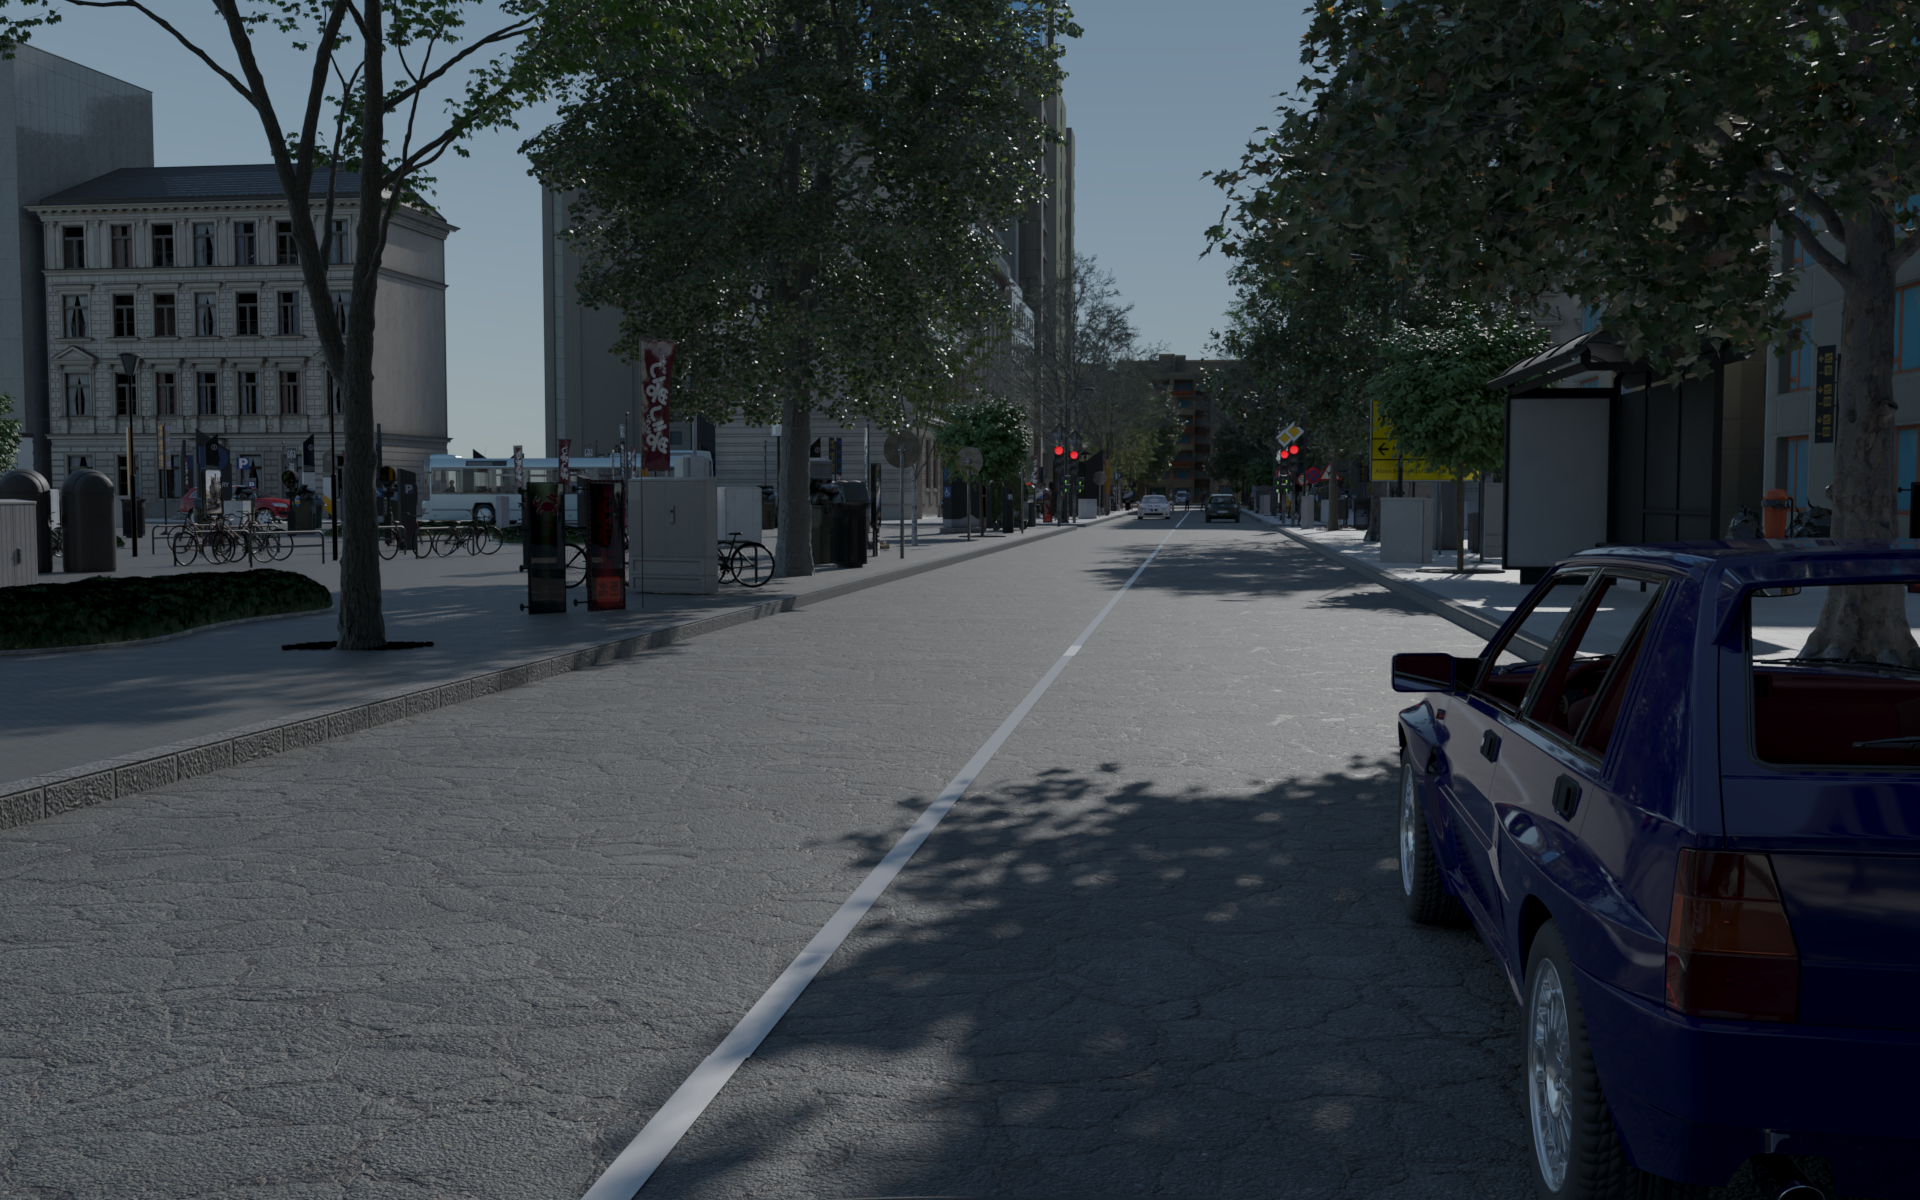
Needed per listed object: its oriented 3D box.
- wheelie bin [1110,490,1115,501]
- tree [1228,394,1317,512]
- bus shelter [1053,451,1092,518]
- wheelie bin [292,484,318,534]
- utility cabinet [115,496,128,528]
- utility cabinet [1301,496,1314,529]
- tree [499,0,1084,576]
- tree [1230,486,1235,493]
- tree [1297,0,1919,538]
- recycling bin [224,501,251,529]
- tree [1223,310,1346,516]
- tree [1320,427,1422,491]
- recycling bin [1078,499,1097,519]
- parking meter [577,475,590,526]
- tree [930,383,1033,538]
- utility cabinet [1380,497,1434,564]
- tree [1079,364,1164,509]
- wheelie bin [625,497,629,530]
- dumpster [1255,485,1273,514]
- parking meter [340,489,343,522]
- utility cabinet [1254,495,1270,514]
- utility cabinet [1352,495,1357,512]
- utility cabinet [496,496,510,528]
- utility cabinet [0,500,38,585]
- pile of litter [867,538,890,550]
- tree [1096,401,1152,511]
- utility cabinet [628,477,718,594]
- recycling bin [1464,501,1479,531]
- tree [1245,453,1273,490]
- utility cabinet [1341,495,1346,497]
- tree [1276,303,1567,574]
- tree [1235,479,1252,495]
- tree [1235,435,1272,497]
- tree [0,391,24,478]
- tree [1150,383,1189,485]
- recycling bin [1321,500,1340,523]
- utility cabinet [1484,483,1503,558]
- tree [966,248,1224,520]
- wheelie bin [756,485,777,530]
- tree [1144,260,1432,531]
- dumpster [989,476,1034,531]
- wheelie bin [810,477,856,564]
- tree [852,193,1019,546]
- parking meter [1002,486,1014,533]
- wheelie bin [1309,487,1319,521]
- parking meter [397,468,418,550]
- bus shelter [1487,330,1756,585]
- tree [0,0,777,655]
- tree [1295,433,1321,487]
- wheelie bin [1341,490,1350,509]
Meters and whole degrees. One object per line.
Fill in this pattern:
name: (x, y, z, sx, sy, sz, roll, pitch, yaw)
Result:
wheelie bin: (11.401, -7.626, 132.595, 0.693, 1.594, 0.980, 3, 5, 39)
tree: (22.682, -11.569, 123.563, 7.601, 10.594, 8.767, 0, 4, 7)
bus shelter: (6.294, -6.436, 96.514, 1.731, 3.624, 6.357, 0, 4, 8)
wheelie bin: (-20.895, -2.897, 55.278, 0.693, 1.594, 0.980, 0, 4, -6)
utility cabinet: (-32.141, -3.342, 65.801, 0.306, 1.237, 1.020, 3, 4, 36)
utility cabinet: (12.784, -3.216, 63.736, 0.306, 1.237, 1.020, 1, 4, 22)
tree: (-2.673, -7.365, 27.073, 9.857, 13.997, 8.962, 0, 3, 0)
tree: (34.124, -13.426, 214.120, 1.663, 3.219, 1.824, 0, 3, 0)
tree: (6.444, -5.826, 12.255, 9.611, 12.733, 9.660, 0, 3, 0)
recycling bin: (-26.985, -3.189, 64.700, 0.722, 1.027, 0.722, 0, 4, 3)
tree: (18.500, -11.656, 100.939, 12.009, 13.543, 11.850, 0, 3, 0)
tree: (22.074, -8.703, 92.650, 4.737, 8.622, 4.395, 0, 3, 0)
recycling bin: (6.601, -4.712, 89.593, 0.722, 1.027, 0.722, -2, 4, -31)
parking meter: (-11.608, -2.921, 53.467, 0.399, 1.863, 0.255, 3, 4, 36)
tree: (0.708, -4.162, 51.770, 4.285, 4.588, 4.351, 0, 3, 0)
utility cabinet: (8.327, -1.293, 32.296, 0.306, 1.237, 1.020, -3, 4, -36)
tree: (14.149, -14.113, 148.877, 7.486, 12.596, 7.792, 0, 3, 0)
wheelie bin: (-7.434, -2.003, 40.662, 0.693, 1.594, 0.980, 0, 4, 7)
dumpster: (19.679, -6.478, 111.678, 1.264, 1.857, 1.865, 0, 4, 8)
parking meter: (-28.652, -4.417, 80.624, 0.372, 1.533, 0.369, 0, 3, 0)
utility cabinet: (20.564, -6.565, 118.497, 0.306, 1.237, 1.020, -2, 4, -34)
utility cabinet: (28.934, -7.085, 127.008, 0.306, 1.237, 1.020, 1, 4, 17)
utility cabinet: (-16.944, -3.244, 64.204, 0.306, 1.237, 1.020, -2, 4, -26)
utility cabinet: (-11.271, -0.557, 20.267, 0.306, 1.237, 1.020, 1, 4, 11)
pile of litter: (-2.273, -1.639, 40.765, 1.176, 0.858, 1.719, -1, 4, -14)
tree: (12.068, -10.890, 128.419, 4.360, 8.622, 3.978, 0, 3, 0)
utility cabinet: (-3.696, -0.830, 22.249, 1.173, 1.500, 0.318, 2, 4, 25)
recycling bin: (17.994, -2.966, 61.045, 0.722, 1.027, 0.722, -1, 4, -9)
tree: (23.203, -9.022, 131.219, 4.285, 4.588, 4.351, 0, 3, 0)
utility cabinet: (23.992, -6.050, 110.080, 0.306, 1.237, 1.020, -3, 5, -44)
tree: (8.286, -2.731, 28.361, 4.285, 4.588, 4.351, 0, 3, 0)
tree: (24.448, -9.200, 145.019, 1.663, 3.219, 1.824, 0, 3, 0)
tree: (27.997, -13.151, 165.374, 4.360, 8.622, 3.978, 0, 3, 0)
tree: (-26.295, -3.784, 45.576, 4.285, 4.588, 4.351, 0, 3, 0)
tree: (20.339, -17.469, 192.267, 9.857, 13.997, 8.962, 0, 3, 0)
recycling bin: (16.237, -3.874, 75.896, 0.722, 1.027, 0.722, 1, 4, 21)
utility cabinet: (10.938, -1.563, 34.232, 1.173, 1.500, 0.318, 0, 4, 4)
tree: (5.413, -10.736, 85.904, 12.009, 13.543, 11.850, 0, 3, 0)
wheelie bin: (-7.011, -3.345, 62.606, 0.980, 1.594, 0.693, -2, 4, -26)
tree: (12.882, -8.225, 60.236, 9.928, 11.665, 9.643, 0, 3, 0)
dumpster: (1.785, -3.601, 61.363, 1.502, 2.255, 1.985, 0, 4, 8)
wheelie bin: (-2.558, -1.483, 32.149, 0.693, 1.594, 0.980, 2, 4, 35)
tree: (-0.996, -5.638, 42.542, 4.737, 8.622, 4.395, 0, 3, 0)
parking meter: (1.579, -2.960, 56.808, 0.372, 1.533, 0.369, 0, 3, 0)
wheelie bin: (16.812, -4.539, 82.114, 0.693, 1.594, 0.980, -2, 4, -24)
parking meter: (-12.658, -2.079, 39.697, 0.399, 1.863, 0.255, -3, 4, -38)
bus shelter: (8.112, -1.711, 21.905, 2.014, 3.302, 5.546, 1, 4, 8)
tree: (-5.078, -5.392, 13.922, 9.928, 11.665, 9.643, 0, 3, 0)
tree: (24.783, -10.030, 114.346, 4.737, 8.622, 4.395, 0, 3, 0)
wheelie bin: (32.125, -8.361, 144.614, 0.693, 1.594, 0.980, -3, 4, -38)
